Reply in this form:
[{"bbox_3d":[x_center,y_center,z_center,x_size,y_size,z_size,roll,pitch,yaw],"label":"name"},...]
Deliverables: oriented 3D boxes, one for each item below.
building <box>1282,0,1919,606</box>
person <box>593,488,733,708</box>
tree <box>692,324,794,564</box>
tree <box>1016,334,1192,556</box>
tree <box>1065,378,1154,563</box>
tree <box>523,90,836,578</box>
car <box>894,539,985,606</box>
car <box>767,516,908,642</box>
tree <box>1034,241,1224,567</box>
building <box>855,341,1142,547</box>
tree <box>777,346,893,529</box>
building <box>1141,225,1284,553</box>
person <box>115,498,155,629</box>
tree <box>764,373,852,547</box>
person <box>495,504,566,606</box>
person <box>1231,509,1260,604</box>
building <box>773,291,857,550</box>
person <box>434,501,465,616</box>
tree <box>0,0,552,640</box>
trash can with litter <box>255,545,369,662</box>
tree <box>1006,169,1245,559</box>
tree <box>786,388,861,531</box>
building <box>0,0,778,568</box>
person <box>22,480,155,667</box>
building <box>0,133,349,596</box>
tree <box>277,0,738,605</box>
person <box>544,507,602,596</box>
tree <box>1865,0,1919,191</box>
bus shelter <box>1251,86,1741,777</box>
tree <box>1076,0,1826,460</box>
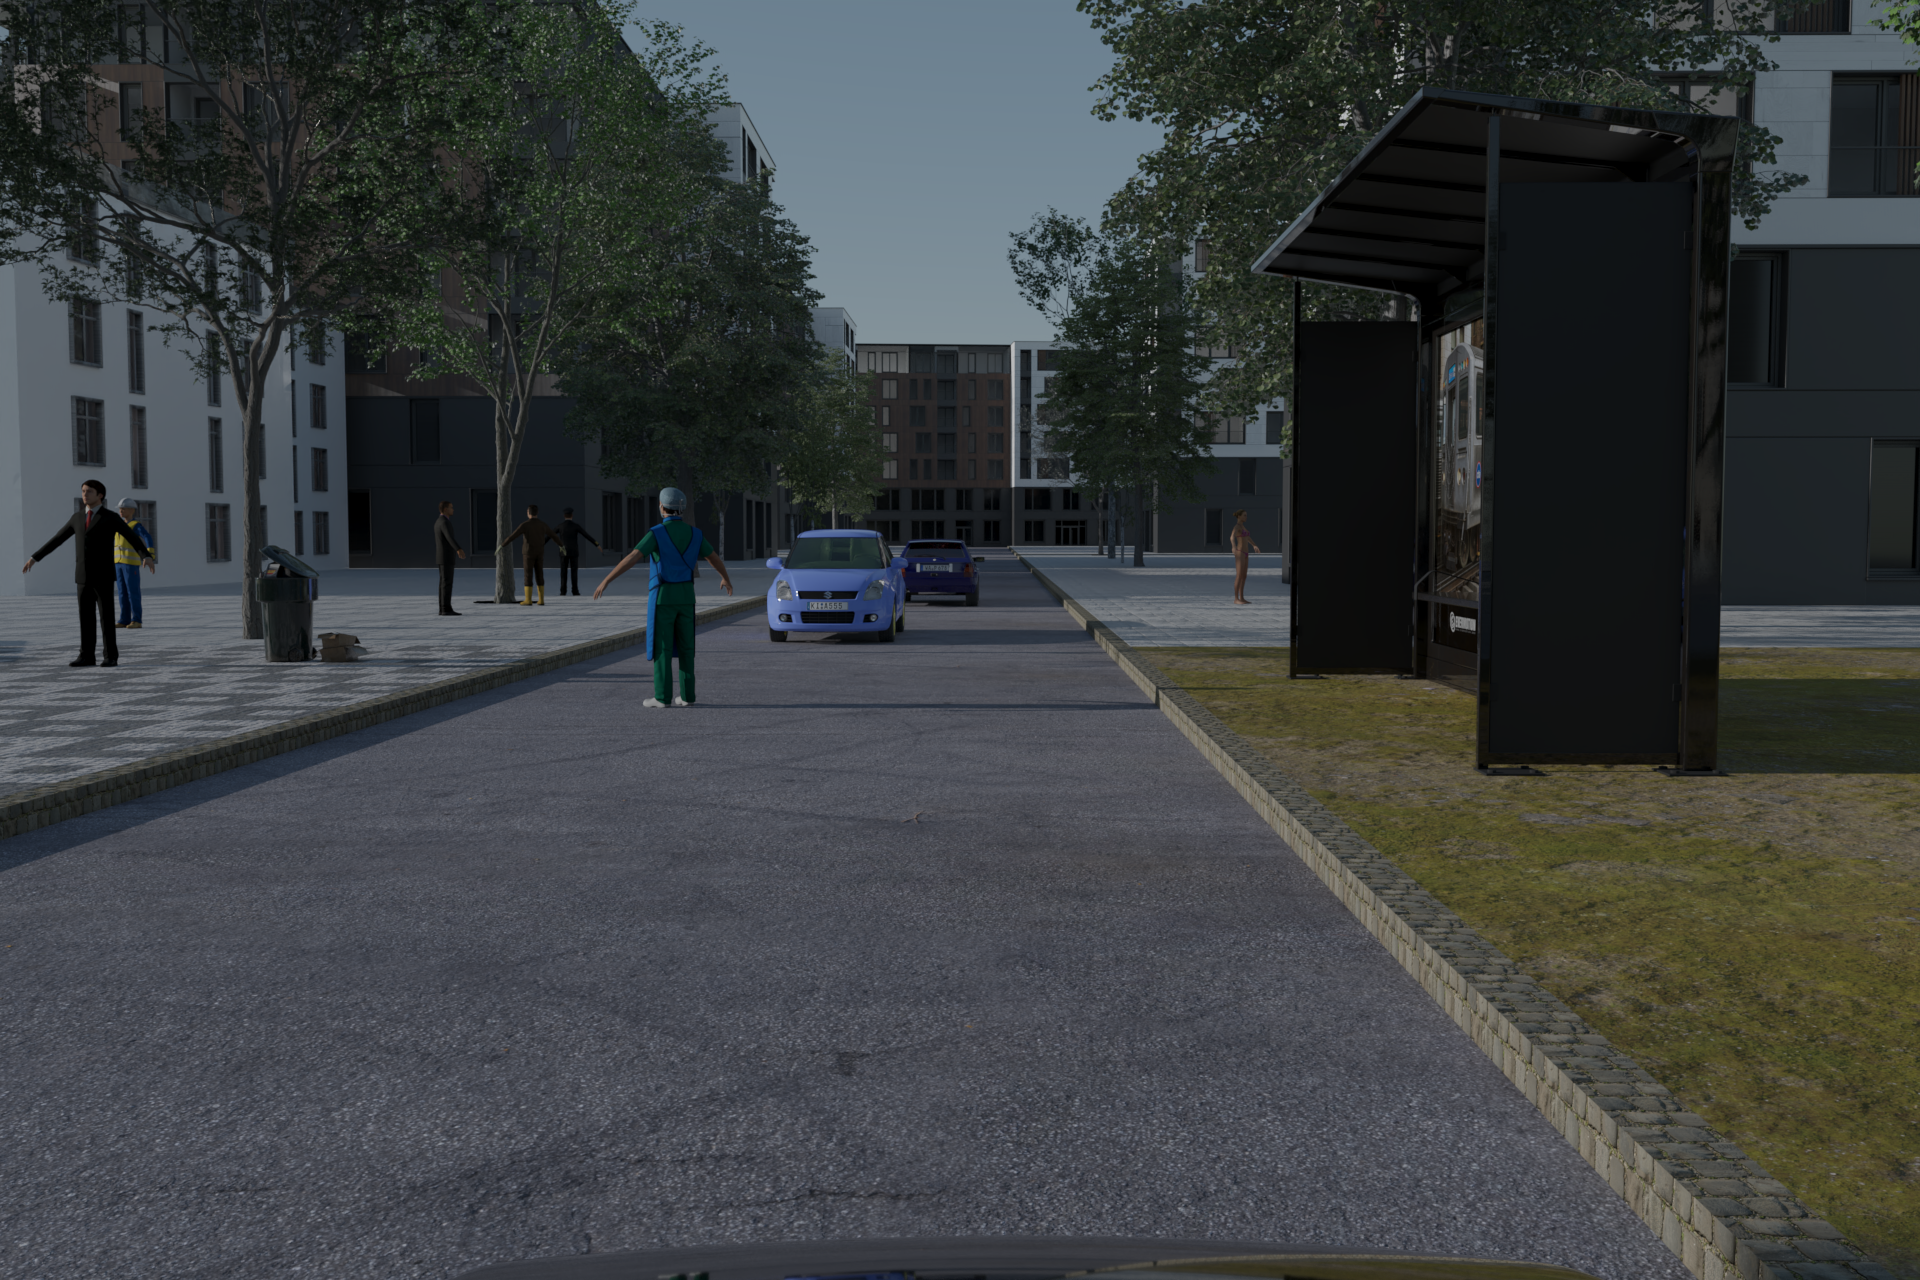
[{"bbox_3d":[22.335,-12.391,46.562,27.936,21.610,32.646,0,4,1],"label":"building"},{"bbox_3d":[-2.407,-0.355,14.395,1.347,1.817,0.704,-3,5,-43],"label":"person"},{"bbox_3d":[-8.489,-6.699,59.895,4.360,8.622,3.978,0,3,0],"label":"tree"},{"bbox_3d":[8.297,-11.764,102.708,12.009,13.543,11.850,0,3,0],"label":"tree"},{"bbox_3d":[7.363,-7.696,76.192,4.360,8.622,3.978,0,3,0],"label":"tree"},{"bbox_3d":[-7.934,-8.791,50.394,9.857,13.997,8.962,0,3,0],"label":"tree"},{"bbox_3d":[-0.465,-1.417,35.743,1.945,1.354,3.894,0,4,1],"label":"car"},{"bbox_3d":[-1.671,-0.888,24.114,1.945,1.707,3.694,0,4,1],"label":"car"},{"bbox_3d":[6.634,-9.154,67.794,7.486,12.596,7.792,0,3,0],"label":"tree"},{"bbox_3d":[2.433,-21.365,195.754,32.646,21.610,27.936,0,4,-4],"label":"building"},{"bbox_3d":[-7.917,-11.451,105.357,7.486,12.596,7.792,0,3,0],"label":"tree"},{"bbox_3d":[27.458,-17.551,130.940,27.936,21.610,32.646,0,4,1],"label":"building"},{"bbox_3d":[-11.371,-1.044,23.531,1.216,1.772,0.721,2,4,24],"label":"person"},{"bbox_3d":[-7.157,-7.686,76.023,4.737,8.622,4.395,0,3,0],"label":"tree"},{"bbox_3d":[-7.655,-1.523,31.035,1.346,1.812,0.704,-3,4,-37],"label":"person"},{"bbox_3d":[5.244,-1.531,31.828,0.721,1.733,1.217,2,4,30],"label":"person"},{"bbox_3d":[-24.474,-18.992,154.492,27.936,21.610,32.646,0,4,1],"label":"building"},{"bbox_3d":[-8.063,-1.287,27.267,0.704,1.802,1.346,-2,4,-29],"label":"person"},{"bbox_3d":[-8.700,-5.267,20.536,8.767,10.594,7.601,0,4,6],"label":"tree"},{"bbox_3d":[-6.539,-0.374,17.504,1.055,1.170,0.624,0,4,1],"label":"trash can with litter"},{"bbox_3d":[9.093,-14.258,89.001,12.611,20.169,13.585,0,3,0],"label":"tree"},{"bbox_3d":[-7.081,-8.282,85.774,4.737,8.622,4.395,0,3,0],"label":"tree"},{"bbox_3d":[-24.309,-14.460,80.391,27.936,21.610,32.646,0,4,1],"label":"building"},{"bbox_3d":[-8.386,-0.647,16.764,1.347,1.806,0.705,0,4,7],"label":"person"},{"bbox_3d":[-23.511,-6.577,49.682,9.099,9.664,28.070,0,4,1],"label":"building"},{"bbox_3d":[-8.263,-6.486,31.799,9.928,11.665,9.643,0,3,0],"label":"tree"},{"bbox_3d":[-8.132,-1.841,36.036,1.347,1.837,0.705,0,4,-5],"label":"person"},{"bbox_3d":[9.436,-5.274,11.984,9.928,11.665,9.643,0,3,0],"label":"tree"},{"bbox_3d":[3.355,-1.281,12.229,1.731,3.624,6.357,0,4,1],"label":"bus shelter"},{"bbox_3d":[6.323,-7.151,23.575,9.857,13.997,8.962,0,3,0],"label":"tree"}]
